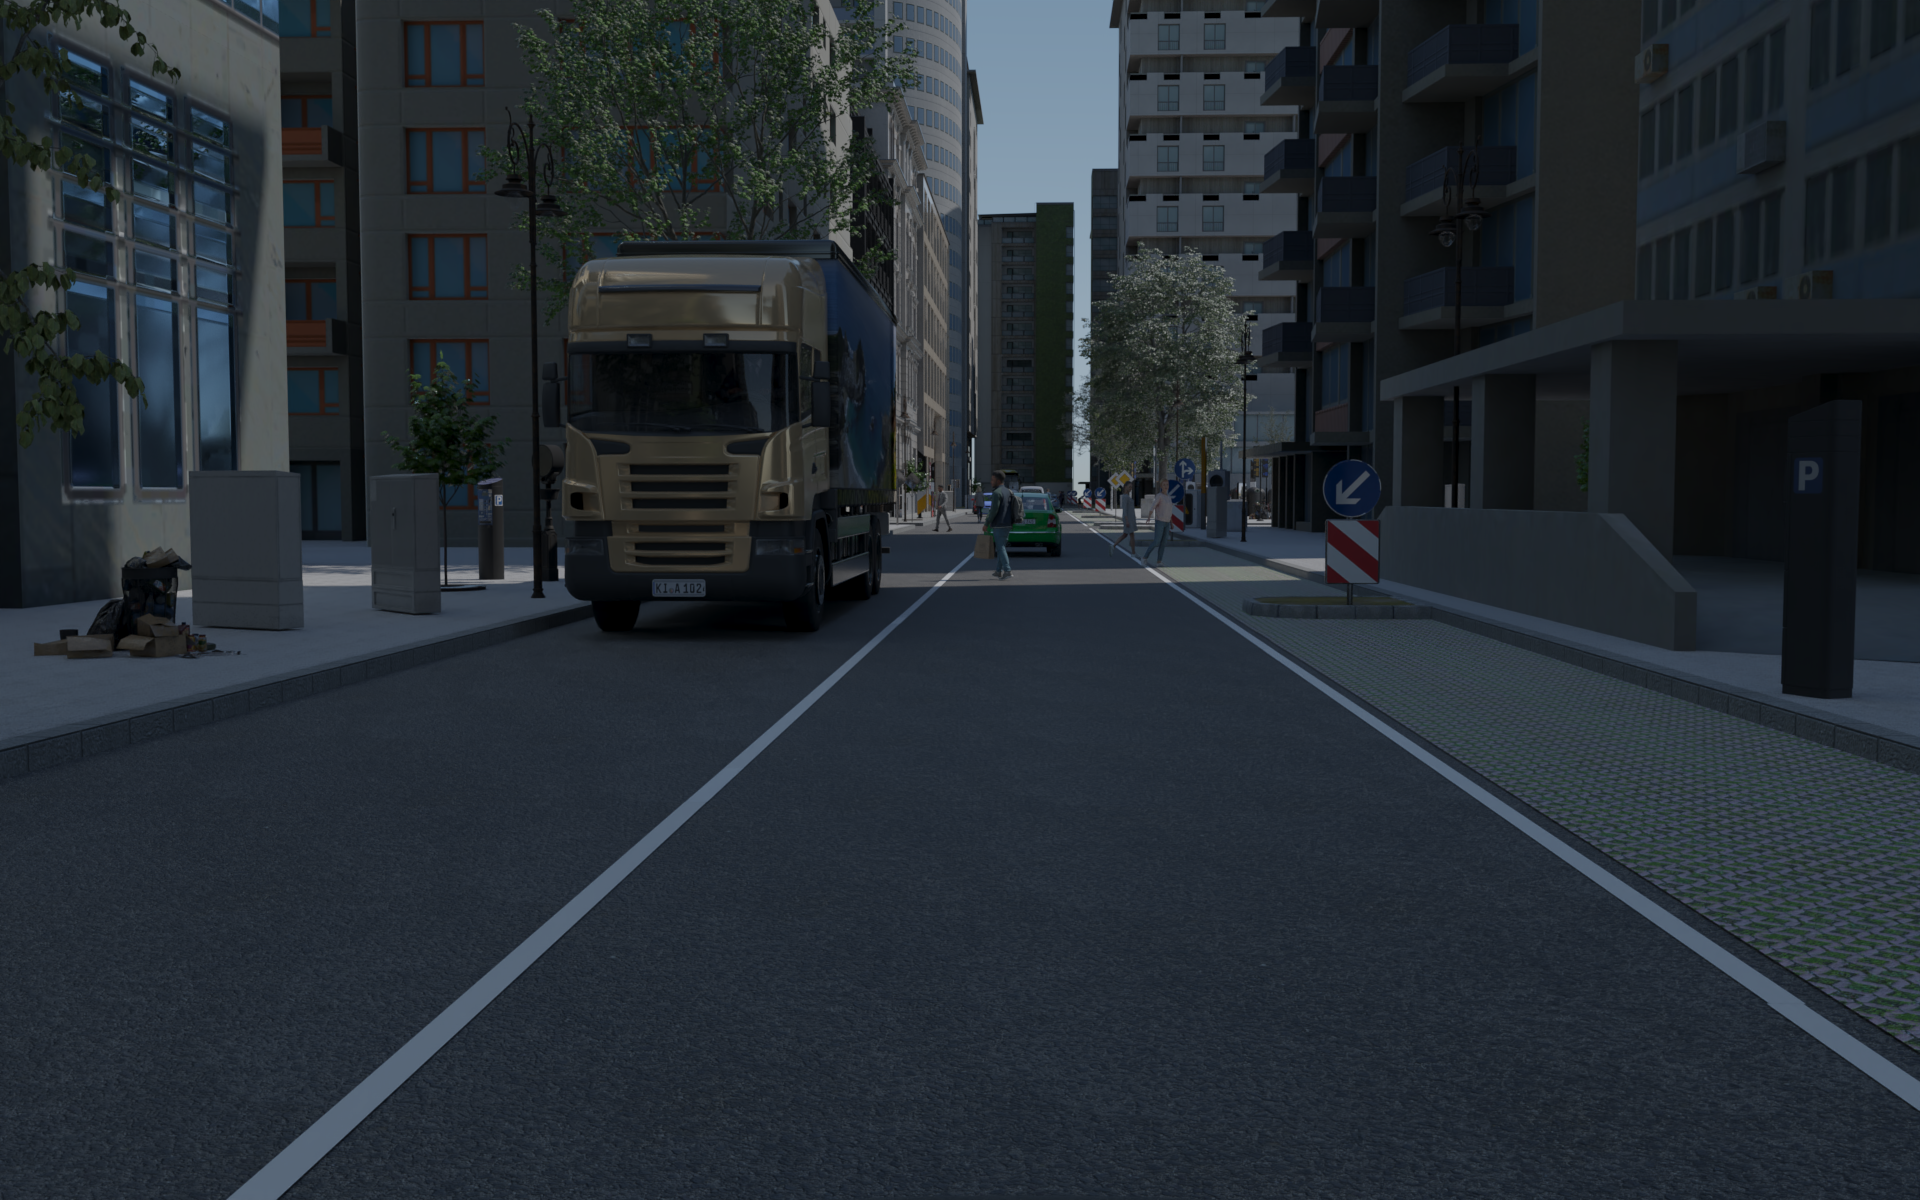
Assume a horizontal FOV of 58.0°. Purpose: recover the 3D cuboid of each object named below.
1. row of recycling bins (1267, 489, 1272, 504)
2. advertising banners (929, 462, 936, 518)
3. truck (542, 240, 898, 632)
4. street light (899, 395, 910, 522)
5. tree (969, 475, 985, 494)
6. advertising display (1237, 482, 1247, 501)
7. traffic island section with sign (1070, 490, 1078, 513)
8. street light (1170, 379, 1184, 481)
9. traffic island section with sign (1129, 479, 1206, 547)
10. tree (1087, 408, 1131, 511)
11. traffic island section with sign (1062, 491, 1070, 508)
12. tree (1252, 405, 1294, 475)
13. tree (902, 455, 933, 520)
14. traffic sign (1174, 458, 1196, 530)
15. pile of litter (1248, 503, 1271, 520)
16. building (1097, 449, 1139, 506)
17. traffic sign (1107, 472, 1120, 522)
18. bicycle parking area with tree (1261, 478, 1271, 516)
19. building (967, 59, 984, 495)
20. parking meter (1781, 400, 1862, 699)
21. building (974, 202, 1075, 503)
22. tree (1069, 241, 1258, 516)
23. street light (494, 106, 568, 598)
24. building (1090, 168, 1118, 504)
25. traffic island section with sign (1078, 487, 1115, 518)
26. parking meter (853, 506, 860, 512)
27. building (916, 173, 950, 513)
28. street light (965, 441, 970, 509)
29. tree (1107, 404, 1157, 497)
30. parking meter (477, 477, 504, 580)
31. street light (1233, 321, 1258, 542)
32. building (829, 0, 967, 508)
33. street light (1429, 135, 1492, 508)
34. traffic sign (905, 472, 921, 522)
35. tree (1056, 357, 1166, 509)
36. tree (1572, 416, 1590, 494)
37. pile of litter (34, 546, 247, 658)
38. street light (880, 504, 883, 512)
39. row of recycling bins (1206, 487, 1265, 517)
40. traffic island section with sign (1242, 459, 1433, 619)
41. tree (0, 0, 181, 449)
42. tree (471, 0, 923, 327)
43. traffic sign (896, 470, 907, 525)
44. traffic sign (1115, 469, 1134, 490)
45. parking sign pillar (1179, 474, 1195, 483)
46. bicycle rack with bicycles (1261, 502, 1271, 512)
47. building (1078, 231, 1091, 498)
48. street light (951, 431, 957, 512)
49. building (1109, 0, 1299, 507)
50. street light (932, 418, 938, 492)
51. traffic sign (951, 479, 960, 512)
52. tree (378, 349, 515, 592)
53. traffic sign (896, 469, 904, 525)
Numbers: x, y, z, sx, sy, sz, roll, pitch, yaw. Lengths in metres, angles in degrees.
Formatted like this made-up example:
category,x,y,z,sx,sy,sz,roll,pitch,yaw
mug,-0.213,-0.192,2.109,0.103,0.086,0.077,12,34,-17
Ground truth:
category,x,y,z,sx,sy,sz,roll,pitch,yaw
row of recycling bins,21.373,-7.248,125.610,3.534,1.692,1.069,2,4,27
advertising banners,-1.514,-6.039,94.922,0.090,3.025,2.074,1,4,9
truck,-2.464,-1.991,21.467,2.839,4.237,11.283,0,4,3
street light,-2.534,-6.557,79.992,0.468,5.910,1.993,0,4,3
tree,1.566,-11.001,174.471,1.663,3.219,1.824,0,3,0
advertising display,15.421,-5.479,94.790,0.123,1.923,0.974,3,4,36
traffic island section with sign,9.485,-7.468,130.724,1.989,1.847,2.006,0,4,3
street light,8.709,-5.914,69.480,0.468,5.910,1.993,0,4,3
traffic island section with sign,5.666,-2.382,47.572,1.989,1.847,2.006,0,4,3
tree,11.959,-11.210,133.642,4.737,8.622,4.395,0,3,0
traffic island section with sign,11.779,-10.492,180.178,1.989,1.847,2.006,0,4,3
tree,26.166,-11.768,142.772,4.360,8.622,3.978,0,3,0
tree,-2.363,-5.489,84.339,1.663,3.219,1.824,0,3,0
traffic sign,7.978,-3.757,61.531,0.768,2.556,0.104,0,4,7
pile of litter,15.075,-4.491,87.388,1.719,0.858,1.176,3,5,39
building,27.320,-53.999,195.556,22.319,86.520,31.000,0,4,3
traffic sign,7.059,-4.576,78.456,0.795,2.450,0.064,0,4,3
bicycle parking area with tree,21.143,-7.237,105.328,8.231,4.147,9.016,0,4,6
building,-11.255,-38.264,214.847,27.495,52.752,28.713,0,4,3
parking meter,5.452,-0.323,10.986,0.255,1.863,0.399,-1,4,-20
building,9.030,-34.324,244.787,14.086,41.232,14.154,0,4,3
tree,10.492,-11.125,88.542,9.857,13.997,8.962,0,3,0
street light,-5.211,-2.962,21.216,0.468,5.910,1.993,0,4,3
building,23.508,-32.786,219.638,14.154,41.232,14.086,0,4,3
traffic island section with sign,8.223,-5.780,103.134,1.989,1.847,2.006,0,4,3
parking meter,-3.610,-3.130,59.589,0.372,1.533,0.369,0,3,0
building,-11.309,-20.317,136.703,19.350,26.468,34.151,0,4,3
street light,0.662,-10.812,149.556,0.468,5.910,1.993,0,4,3
tree,12.035,-10.480,121.711,4.360,8.622,3.978,0,3,0
parking meter,-7.039,-1.075,25.986,0.372,1.533,0.369,0,3,0
street light,7.609,-4.497,46.306,0.468,5.910,1.993,0,4,3
building,-10.412,-38.262,167.580,21.231,58.520,28.212,0,4,3
street light,6.554,-3.061,22.843,0.468,5.910,1.993,0,4,3
traffic sign,-2.175,-4.603,78.900,0.795,2.450,0.064,0,4,3
tree,13.200,-14.525,147.858,12.009,13.543,11.850,0,3,0
tree,13.525,-2.585,36.874,1.663,3.219,1.824,0,3,0
pile of litter,-6.629,0.005,13.890,1.719,0.858,1.176,2,4,30
street light,-3.072,-5.816,67.876,0.468,5.910,1.993,0,4,3
row of recycling bins,15.456,-5.629,99.148,3.534,1.692,1.069,0,4,-8
traffic island section with sign,4.425,-0.735,20.645,1.989,1.847,2.006,0,4,3
tree,-5.828,-3.604,9.283,4.737,8.622,4.395,0,3,0
tree,-4.825,-6.503,32.077,9.928,11.665,9.643,0,3,0
traffic sign,-2.542,-4.115,70.923,0.795,2.450,0.064,0,4,3
traffic sign,6.691,-4.088,70.479,0.795,2.450,0.064,0,4,3
parking sign pillar,18.431,-9.311,140.707,1.447,3.967,1.447,0,4,4
bicycle rack with bicycles,19.500,-6.145,113.852,2.925,0.926,2.852,0,4,5
building,31.472,-36.271,247.654,28.867,44.769,22.147,0,4,3
street light,-0.467,-9.394,126.383,0.468,5.910,1.993,0,4,3
building,29.228,-35.354,167.276,28.713,52.752,27.495,0,4,3
street light,-1.501,-7.974,103.170,0.468,5.910,1.993,0,4,3
traffic sign,-0.327,-7.237,120.448,0.606,2.300,0.079,0,4,7
tree,-6.959,-1.736,22.991,1.663,3.219,1.824,0,3,0
traffic sign,-2.583,-4.217,71.074,0.606,2.300,0.079,1,4,11
